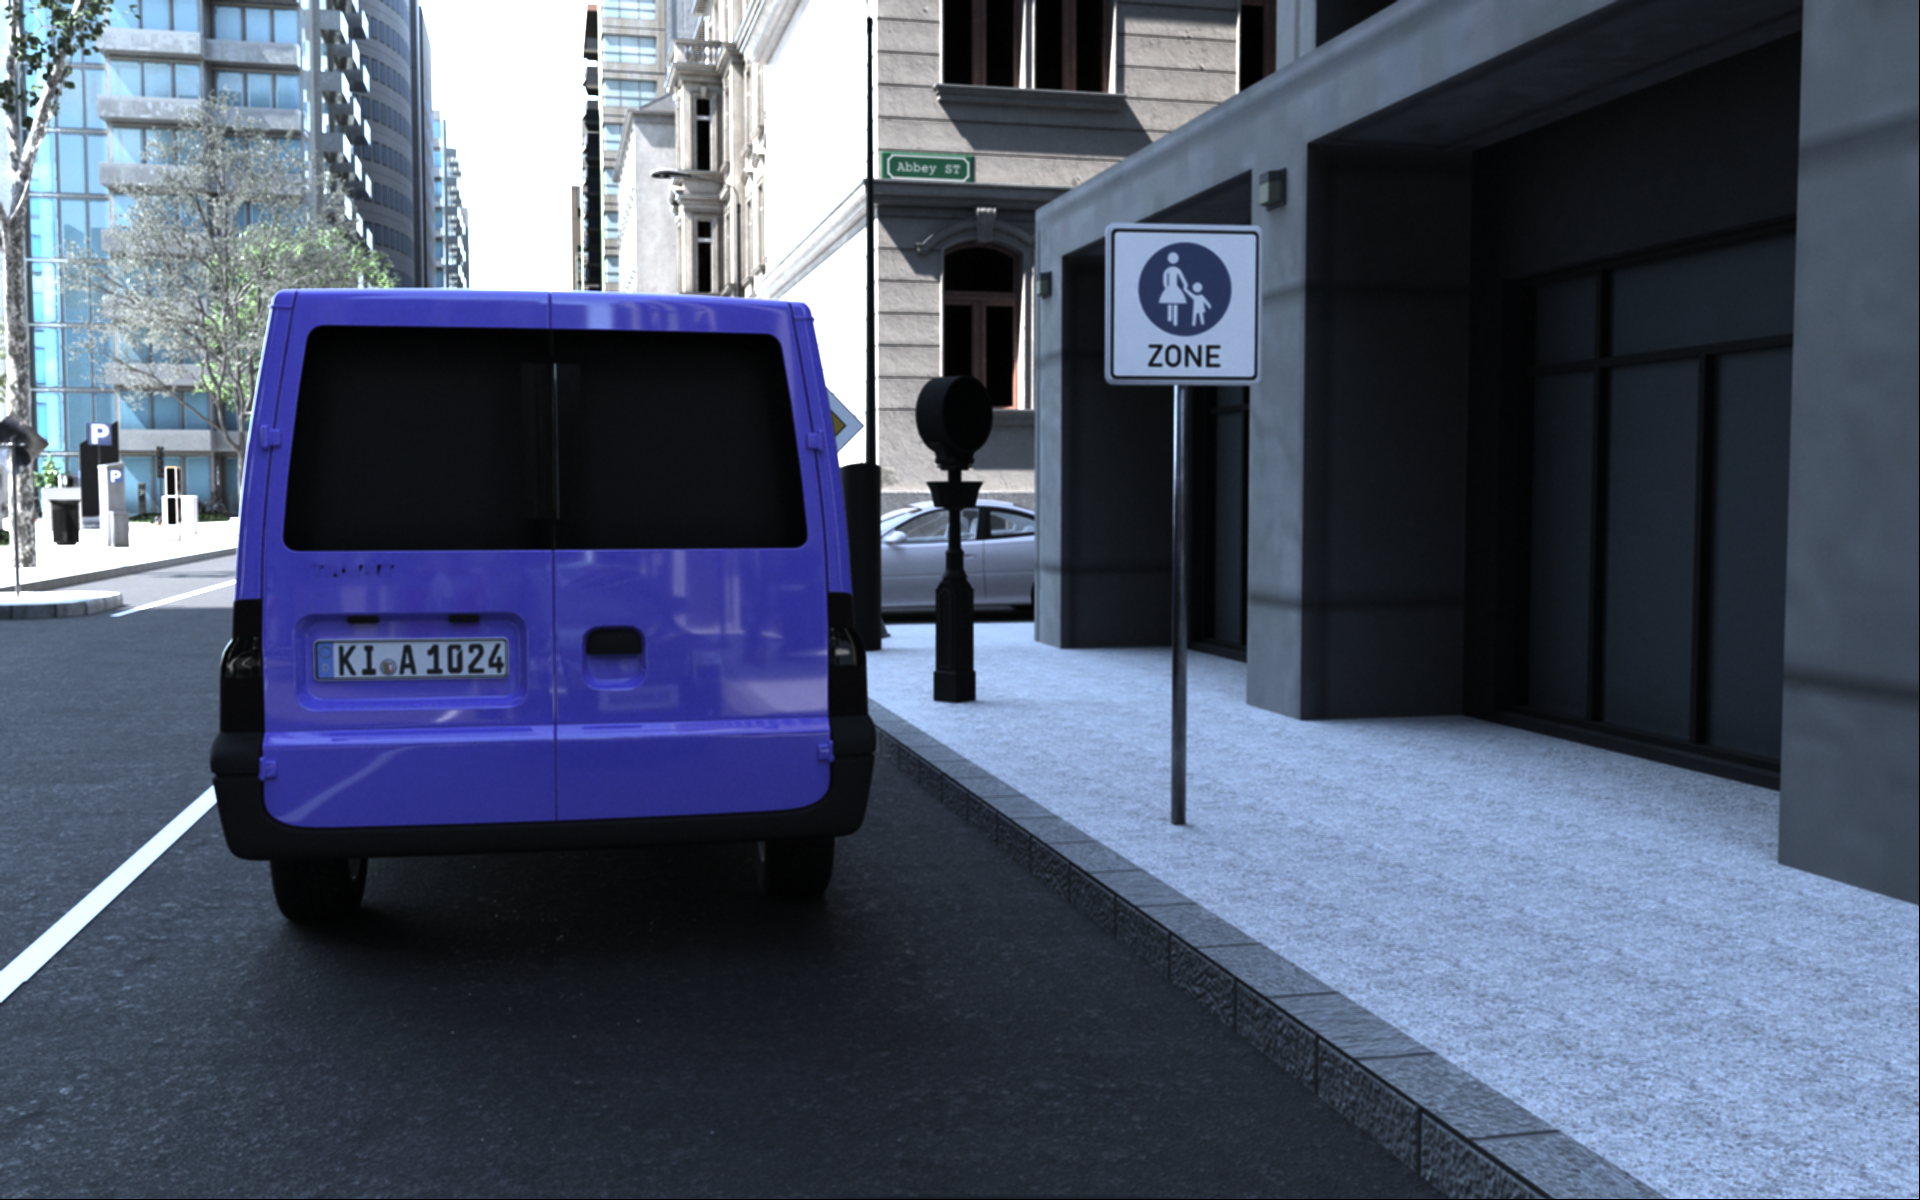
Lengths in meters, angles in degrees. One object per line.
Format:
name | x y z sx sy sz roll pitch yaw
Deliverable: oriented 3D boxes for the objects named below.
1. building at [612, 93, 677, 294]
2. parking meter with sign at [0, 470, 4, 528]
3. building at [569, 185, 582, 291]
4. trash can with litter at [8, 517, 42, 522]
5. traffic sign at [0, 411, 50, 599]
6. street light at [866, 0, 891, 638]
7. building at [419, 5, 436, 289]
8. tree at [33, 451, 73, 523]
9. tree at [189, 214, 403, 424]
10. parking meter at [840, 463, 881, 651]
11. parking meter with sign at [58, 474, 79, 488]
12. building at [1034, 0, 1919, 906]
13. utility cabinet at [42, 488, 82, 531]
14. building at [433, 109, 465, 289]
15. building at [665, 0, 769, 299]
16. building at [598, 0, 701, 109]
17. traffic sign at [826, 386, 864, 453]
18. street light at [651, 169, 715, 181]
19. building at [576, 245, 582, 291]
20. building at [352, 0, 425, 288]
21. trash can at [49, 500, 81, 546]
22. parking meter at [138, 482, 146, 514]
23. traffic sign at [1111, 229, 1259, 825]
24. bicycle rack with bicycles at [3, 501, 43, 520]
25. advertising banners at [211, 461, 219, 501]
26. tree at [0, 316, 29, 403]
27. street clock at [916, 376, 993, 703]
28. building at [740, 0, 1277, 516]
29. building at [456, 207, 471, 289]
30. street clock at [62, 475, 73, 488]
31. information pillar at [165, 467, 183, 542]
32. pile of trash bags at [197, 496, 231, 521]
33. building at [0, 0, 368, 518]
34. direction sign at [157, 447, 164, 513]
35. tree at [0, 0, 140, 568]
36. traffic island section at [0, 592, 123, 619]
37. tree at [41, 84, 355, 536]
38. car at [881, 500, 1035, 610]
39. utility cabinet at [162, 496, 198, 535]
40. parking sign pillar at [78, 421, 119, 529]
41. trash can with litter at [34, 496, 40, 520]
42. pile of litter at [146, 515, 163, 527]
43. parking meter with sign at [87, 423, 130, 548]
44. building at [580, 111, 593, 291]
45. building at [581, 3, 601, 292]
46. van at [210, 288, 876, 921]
building | -12.296 -14.617 88.134 9.793 20.994 18.267 -1 4 -13
parking meter with sign | -31.108 -3.631 55.623 0.543 3.016 1.738 -1 4 -13
building | -47.925 -36.414 245.486 14.600 45.320 14.200 -1 4 -13
trash can with litter | -43.190 -4.205 79.801 2.233 1.210 1.678 1 4 14
traffic sign | -11.515 -1.069 21.116 0.795 2.450 0.064 -1 4 -13
street light | -1.323 -2.613 15.271 1.470 5.913 1.316 -1 4 -13
building | -54.723 -30.922 155.680 14.600 45.320 14.200 -1 4 -13
tree | -40.712 -5.063 77.378 1.663 3.219 1.824 0 3 0
tree | -24.180 -8.424 63.483 9.928 11.665 9.643 0 3 0
parking meter | -0.836 -0.358 14.268 0.372 1.533 0.369 0 3 0
parking meter with sign | -34.371 -4.315 66.808 1.738 3.016 0.543 -3 4 -36
building | 12.969 -34.684 5.342 20.563 71.187 20.611 -1 4 -13
utility cabinet | -30.579 -3.077 58.996 1.173 1.500 0.318 -2 4 -30
building | -73.280 -36.424 215.137 23.786 49.044 30.456 -1 4 -13
building | -3.211 -14.900 62.706 14.460 24.649 34.723 -1 4 -13
building | -15.375 -25.969 108.183 14.154 41.232 14.086 -1 4 -13
traffic sign | -1.241 -0.715 15.339 0.795 2.450 0.064 -1 4 -13
street light | -3.727 -3.211 25.039 1.470 5.913 1.316 -1 4 -13
building | -37.811 -26.421 203.677 14.160 30.474 14.107 -1 4 -13
building | -53.364 -36.180 133.543 21.231 58.520 28.212 -1 4 -13
trash can | -22.378 -1.938 43.337 0.748 1.137 0.748 0 3 0
parking meter | -40.620 -4.912 86.014 0.255 1.863 0.399 -1 4 -12
traffic sign | 0.848 -0.277 6.664 0.606 2.300 0.079 0 4 -7
bicycle rack with bicycles | -46.915 -4.486 86.731 2.852 0.926 2.925 1 4 10
advertising banners | -38.726 -5.744 90.104 0.090 3.025 2.074 -1 4 -13
tree | -34.808 -6.723 60.285 4.737 8.622 4.395 0 3 0
street clock | -0.033 -0.375 10.700 0.358 2.002 0.471 3 5 41
building | 8.103 -15.018 32.938 23.554 28.519 14.401 -1 4 -13
building | -74.670 -33.923 238.239 14.154 41.232 14.086 -1 4 -13
street clock | -33.882 -3.746 65.815 0.471 2.002 0.358 3 5 41
information pillar | -21.108 -2.570 46.505 0.304 2.012 0.304 0 4 -2
pile of trash bags | -35.615 -4.495 83.250 3.447 1.369 1.912 -2 4 -32
building | -48.218 -29.685 104.955 23.786 49.044 30.456 -1 4 -13
direction sign | -38.267 -5.563 82.953 0.379 3.537 0.876 0 4 -7
tree | -17.800 -10.620 29.520 12.611 20.169 13.585 0 3 0
traffic island section | -11.536 0.068 21.172 2.009 0.180 2.903 -1 4 -13
tree | -22.205 -8.725 53.019 12.009 13.543 11.850 0 3 0
car | -0.316 -0.491 20.393 4.827 1.381 2.083 -1 4 -13
utility cabinet | -24.376 -2.628 54.133 1.020 1.237 0.306 0 4 6
parking sign pillar | -31.494 -4.580 63.347 1.447 3.967 1.447 -3 4 -38
trash can with litter | -45.158 -4.437 83.933 1.055 1.170 0.624 1 4 20
pile of litter | -31.124 -3.323 68.289 1.719 0.858 1.176 -1 4 -14
parking meter with sign | -20.548 -2.792 41.908 0.543 3.016 1.738 -3 5 -41
building | -34.205 -30.957 189.742 14.154 41.232 14.086 -1 4 -13
building | -22.820 -30.761 157.574 22.147 44.769 28.867 -1 4 -13
van | -1.728 -0.197 7.606 2.240 2.365 5.245 -1 4 -12
